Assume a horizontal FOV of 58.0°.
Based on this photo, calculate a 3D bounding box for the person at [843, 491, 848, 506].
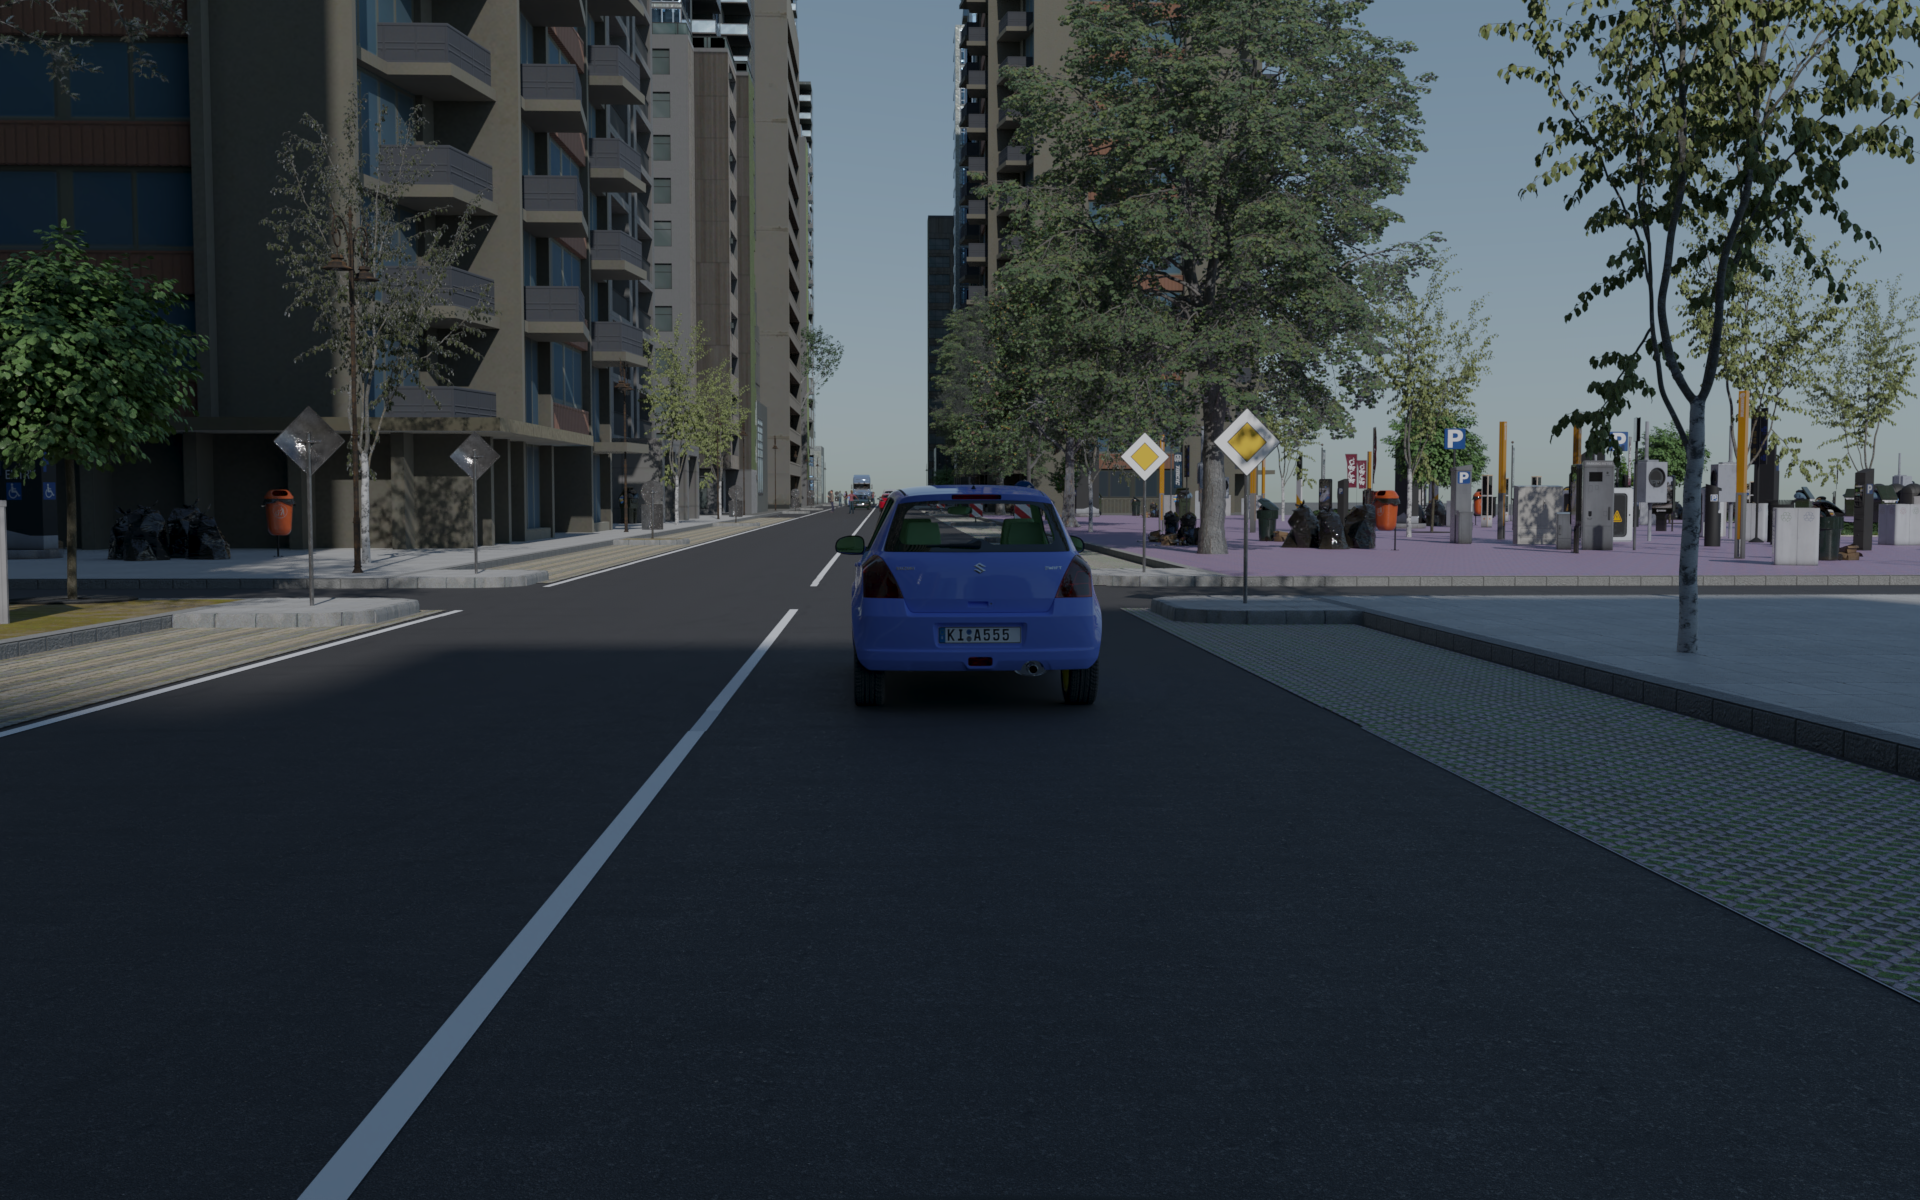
[{"bbox_3d":[-14.089,-12.569,214.020,0.705,1.822,1.348,1,4,18],"label":"person"}]

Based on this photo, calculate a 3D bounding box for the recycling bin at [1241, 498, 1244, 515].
[{"bbox_3d":[17.391,-5.600,104.115,0.722,1.027,0.722,3,5,42],"label":"recycling bin"}]

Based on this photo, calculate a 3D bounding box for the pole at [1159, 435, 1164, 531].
[{"bbox_3d":[6.927,-4.017,59.528,0.158,3.312,0.155,0,3,0],"label":"pole"}]

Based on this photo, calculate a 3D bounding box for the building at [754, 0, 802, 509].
[{"bbox_3d":[-25.838,-32.719,158.653,21.300,48.544,21.600,0,4,-2],"label":"building"}]

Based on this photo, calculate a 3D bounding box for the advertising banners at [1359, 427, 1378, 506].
[{"bbox_3d":[10.898,-3.051,46.077,0.090,3.025,2.074,0,4,6],"label":"advertising banners"}]

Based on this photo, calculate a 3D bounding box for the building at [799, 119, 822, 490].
[{"bbox_3d":[-29.471,-36.371,214.277,23.786,49.044,30.456,0,4,-2],"label":"building"}]

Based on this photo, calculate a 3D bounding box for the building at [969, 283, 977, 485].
[{"bbox_3d":[7.669,-23.232,151.550,14.160,30.474,14.107,0,4,-2],"label":"building"}]

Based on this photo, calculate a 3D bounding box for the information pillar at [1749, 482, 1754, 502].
[{"bbox_3d":[46.387,-5.930,101.441,0.304,2.012,0.304,1,4,21],"label":"information pillar"}]

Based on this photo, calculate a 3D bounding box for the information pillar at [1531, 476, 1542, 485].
[{"bbox_3d":[23.873,-4.115,71.778,0.304,2.012,0.304,-3,4,-36],"label":"information pillar"}]

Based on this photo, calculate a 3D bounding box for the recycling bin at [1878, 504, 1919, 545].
[{"bbox_3d":[23.641,-1.897,43.562,0.722,1.027,0.722,0,4,-7],"label":"recycling bin"}]

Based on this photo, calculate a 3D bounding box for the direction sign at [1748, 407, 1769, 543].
[{"bbox_3d":[21.086,-3.288,45.760,0.379,3.537,0.876,0,4,-2],"label":"direction sign"}]

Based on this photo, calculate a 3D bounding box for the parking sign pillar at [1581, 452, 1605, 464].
[{"bbox_3d":[31.048,-5.914,85.161,1.447,3.967,1.447,3,4,38],"label":"parking sign pillar"}]

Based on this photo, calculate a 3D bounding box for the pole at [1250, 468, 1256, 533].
[{"bbox_3d":[9.722,-3.888,57.407,0.158,3.312,0.155,0,3,0],"label":"pole"}]

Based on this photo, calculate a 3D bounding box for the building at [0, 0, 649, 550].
[{"bbox_3d":[-21.643,-24.284,51.675,22.147,44.769,28.867,0,4,-2],"label":"building"}]

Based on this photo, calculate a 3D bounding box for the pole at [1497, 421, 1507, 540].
[{"bbox_3d":[15.242,-3.355,48.690,0.158,3.312,0.155,0,3,0],"label":"pole"}]

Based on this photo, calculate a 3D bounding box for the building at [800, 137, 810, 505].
[{"bbox_3d":[-24.158,-31.125,192.492,14.154,41.232,14.086,0,4,-2],"label":"building"}]

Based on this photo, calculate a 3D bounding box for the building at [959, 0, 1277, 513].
[{"bbox_3d":[11.229,-29.063,129.798,22.147,44.769,28.867,0,4,-2],"label":"building"}]

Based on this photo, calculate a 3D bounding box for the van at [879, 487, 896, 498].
[{"bbox_3d":[-6.143,-8.936,153.116,2.013,2.044,4.112,0,4,-3],"label":"van"}]

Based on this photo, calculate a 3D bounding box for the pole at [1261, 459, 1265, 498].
[{"bbox_3d":[17.143,-6.363,97.884,0.158,3.312,0.155,0,3,0],"label":"pole"}]

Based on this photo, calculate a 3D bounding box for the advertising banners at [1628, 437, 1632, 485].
[{"bbox_3d":[20.049,-3.426,52.207,0.090,3.025,2.074,2,4,30],"label":"advertising banners"}]

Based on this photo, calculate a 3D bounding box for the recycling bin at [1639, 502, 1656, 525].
[{"bbox_3d":[28.696,-3.634,71.978,0.722,1.027,0.722,2,4,33],"label":"recycling bin"}]

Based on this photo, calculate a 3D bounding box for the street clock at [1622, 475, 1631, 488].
[{"bbox_3d":[25.208,-3.729,65.537,0.358,2.002,0.471,0,4,7],"label":"street clock"}]

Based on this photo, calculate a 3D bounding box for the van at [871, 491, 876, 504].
[{"bbox_3d":[-13.583,-15.417,259.073,2.013,2.044,4.112,0,4,-4],"label":"van"}]

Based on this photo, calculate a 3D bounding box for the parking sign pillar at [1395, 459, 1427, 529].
[{"bbox_3d":[16.721,-4.668,64.798,1.447,3.967,1.447,-1,4,-8],"label":"parking sign pillar"}]

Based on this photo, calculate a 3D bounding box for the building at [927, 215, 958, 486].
[{"bbox_3d":[2.153,-34.995,255.766,14.154,41.232,14.086,0,4,-2],"label":"building"}]

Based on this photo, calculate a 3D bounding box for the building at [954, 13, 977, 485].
[{"bbox_3d":[10.033,-44.628,167.915,20.563,71.187,20.611,0,4,-2],"label":"building"}]

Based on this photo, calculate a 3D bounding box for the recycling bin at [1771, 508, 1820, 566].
[{"bbox_3d":[15.146,-1.153,31.403,0.722,1.027,0.722,1,4,22],"label":"recycling bin"}]

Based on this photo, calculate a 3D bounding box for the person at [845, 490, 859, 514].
[{"bbox_3d":[-7.956,-7.174,126.515,1.217,1.743,0.721,-1,4,-22],"label":"person"}]

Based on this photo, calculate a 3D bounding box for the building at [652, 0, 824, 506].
[{"bbox_3d":[-30.315,-56.950,243.796,22.319,86.520,31.000,0,4,-2],"label":"building"}]

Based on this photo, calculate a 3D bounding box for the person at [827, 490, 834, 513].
[{"bbox_3d":[-10.112,-7.687,134.714,0.750,1.759,0.617,1,4,14],"label":"person"}]

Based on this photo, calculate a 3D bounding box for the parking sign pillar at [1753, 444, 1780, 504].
[{"bbox_3d":[43.556,-6.426,93.541,1.447,3.967,1.447,-2,4,-26],"label":"parking sign pillar"}]

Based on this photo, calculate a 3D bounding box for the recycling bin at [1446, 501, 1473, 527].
[{"bbox_3d":[19.297,-3.326,66.931,0.722,1.027,0.722,-2,4,-25],"label":"recycling bin"}]

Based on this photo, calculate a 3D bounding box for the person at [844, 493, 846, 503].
[{"bbox_3d":[-16.528,-14.845,251.078,0.599,1.838,0.709,-2,4,-24],"label":"person"}]

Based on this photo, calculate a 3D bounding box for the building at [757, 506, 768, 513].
[{"bbox_3d":[-25.711,-50.064,131.224,22.319,86.520,31.000,0,4,-2],"label":"building"}]

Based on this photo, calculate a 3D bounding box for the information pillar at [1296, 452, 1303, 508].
[{"bbox_3d":[19.043,-6.471,97.148,0.183,3.616,0.504,-1,4,-23],"label":"information pillar"}]

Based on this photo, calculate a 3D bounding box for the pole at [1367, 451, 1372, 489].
[{"bbox_3d":[19.530,-5.433,82.676,0.158,3.312,0.155,0,3,0],"label":"pole"}]

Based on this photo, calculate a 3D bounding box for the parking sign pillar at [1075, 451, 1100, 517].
[{"bbox_3d":[7.079,-6.611,96.569,1.447,3.967,1.447,-1,4,-9],"label":"parking sign pillar"}]

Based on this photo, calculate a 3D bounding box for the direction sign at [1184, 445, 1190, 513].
[{"bbox_3d":[10.488,-5.388,80.090,0.379,3.537,0.876,0,4,-8],"label":"direction sign"}]

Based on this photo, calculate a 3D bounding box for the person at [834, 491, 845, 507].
[{"bbox_3d":[-13.603,-11.479,196.258,1.350,1.814,0.705,-3,4,-36],"label":"person"}]

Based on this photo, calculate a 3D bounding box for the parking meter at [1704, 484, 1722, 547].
[{"bbox_3d":[18.412,-2.076,42.347,0.372,1.533,0.369,0,3,0],"label":"parking meter"}]

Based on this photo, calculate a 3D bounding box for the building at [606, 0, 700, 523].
[{"bbox_3d":[-23.630,-39.464,83.492,20.563,71.187,20.611,0,4,-2],"label":"building"}]

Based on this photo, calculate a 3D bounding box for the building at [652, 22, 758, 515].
[{"bbox_3d":[-20.551,-20.694,110.050,14.160,30.474,14.107,0,4,-2],"label":"building"}]

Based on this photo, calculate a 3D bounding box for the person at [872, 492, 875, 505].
[{"bbox_3d":[-11.257,-13.076,223.017,0.721,1.743,1.217,-1,4,-10],"label":"person"}]

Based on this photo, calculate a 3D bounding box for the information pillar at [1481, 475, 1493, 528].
[{"bbox_3d":[20.204,-3.786,66.399,0.304,2.012,0.304,-2,4,-35],"label":"information pillar"}]

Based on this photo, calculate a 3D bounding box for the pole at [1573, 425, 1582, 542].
[{"bbox_3d":[15.509,-3.041,43.570,0.158,3.312,0.155,0,3,0],"label":"pole"}]

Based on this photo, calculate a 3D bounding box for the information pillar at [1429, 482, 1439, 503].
[{"bbox_3d":[25.281,-6.179,92.379,0.504,3.616,0.183,1,4,22],"label":"information pillar"}]

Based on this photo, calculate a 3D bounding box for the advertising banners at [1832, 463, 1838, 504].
[{"bbox_3d":[47.244,-5.952,93.505,0.090,3.025,2.074,1,4,21],"label":"advertising banners"}]

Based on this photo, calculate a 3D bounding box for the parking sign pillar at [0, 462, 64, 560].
[{"bbox_3d":[-18.714,-2.814,34.479,1.447,3.967,1.447,1,4,11],"label":"parking sign pillar"}]

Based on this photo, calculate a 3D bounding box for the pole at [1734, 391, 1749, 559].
[{"bbox_3d":[15.468,-2.472,34.268,0.158,3.312,0.155,0,3,0],"label":"pole"}]

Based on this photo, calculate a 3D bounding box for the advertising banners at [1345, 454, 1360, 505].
[{"bbox_3d":[17.713,-4.821,75.009,2.074,3.025,0.090,1,4,9],"label":"advertising banners"}]

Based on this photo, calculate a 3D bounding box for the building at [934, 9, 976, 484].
[{"bbox_3d":[8.051,-56.235,232.113,22.319,86.520,31.000,0,4,-2],"label":"building"}]

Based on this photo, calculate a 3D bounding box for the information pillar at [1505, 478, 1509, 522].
[{"bbox_3d":[24.942,-4.581,79.398,0.304,2.012,0.304,-2,4,-34],"label":"information pillar"}]

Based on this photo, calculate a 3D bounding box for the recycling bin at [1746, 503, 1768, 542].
[{"bbox_3d":[21.621,-2.114,47.115,0.722,1.027,0.722,3,5,41],"label":"recycling bin"}]
